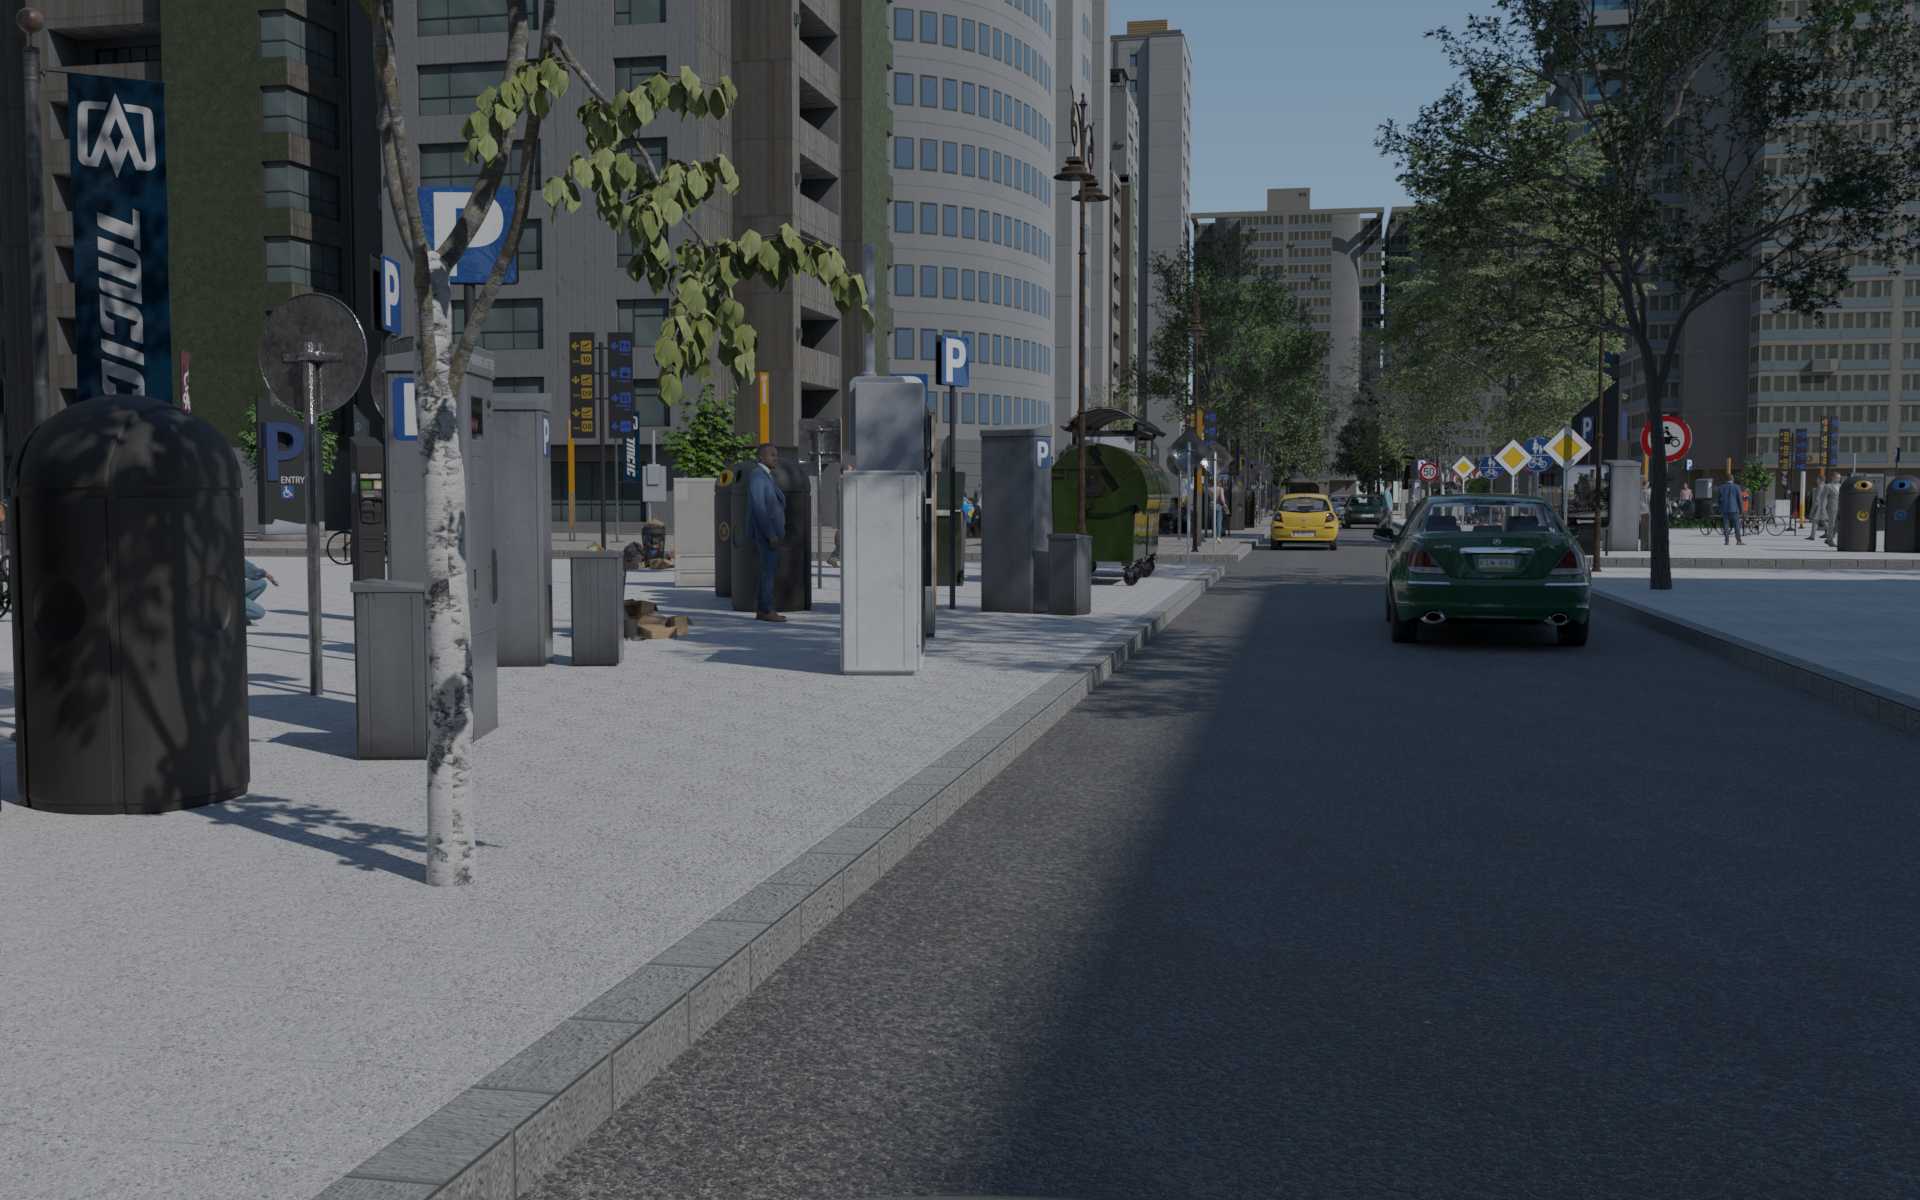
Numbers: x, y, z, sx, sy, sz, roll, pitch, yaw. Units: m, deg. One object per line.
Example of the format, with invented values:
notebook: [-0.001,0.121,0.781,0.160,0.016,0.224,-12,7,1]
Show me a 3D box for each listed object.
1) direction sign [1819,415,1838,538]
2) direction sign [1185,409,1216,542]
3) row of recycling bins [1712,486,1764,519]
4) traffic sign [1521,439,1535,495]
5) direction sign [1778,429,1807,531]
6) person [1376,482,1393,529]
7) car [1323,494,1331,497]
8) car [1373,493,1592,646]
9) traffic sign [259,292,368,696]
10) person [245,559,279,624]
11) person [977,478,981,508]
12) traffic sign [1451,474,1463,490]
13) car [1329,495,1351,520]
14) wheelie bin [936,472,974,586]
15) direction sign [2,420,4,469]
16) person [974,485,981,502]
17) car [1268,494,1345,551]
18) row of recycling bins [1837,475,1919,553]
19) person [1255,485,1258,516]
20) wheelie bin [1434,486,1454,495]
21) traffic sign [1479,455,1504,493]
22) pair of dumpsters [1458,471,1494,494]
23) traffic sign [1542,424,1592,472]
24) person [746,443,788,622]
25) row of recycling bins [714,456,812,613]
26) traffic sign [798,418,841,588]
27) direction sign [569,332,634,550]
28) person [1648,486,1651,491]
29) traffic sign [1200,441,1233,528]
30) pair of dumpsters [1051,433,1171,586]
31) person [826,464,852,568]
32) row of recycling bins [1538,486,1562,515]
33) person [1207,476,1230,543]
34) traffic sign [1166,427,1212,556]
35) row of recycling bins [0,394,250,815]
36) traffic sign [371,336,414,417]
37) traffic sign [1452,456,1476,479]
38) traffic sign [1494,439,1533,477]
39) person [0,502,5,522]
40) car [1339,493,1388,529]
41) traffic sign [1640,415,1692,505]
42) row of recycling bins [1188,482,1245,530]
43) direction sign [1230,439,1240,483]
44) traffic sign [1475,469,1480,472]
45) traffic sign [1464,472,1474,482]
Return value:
direction sign: [25.099,-3.553,50.094,0.876,3.537,0.379,-2,4,-34]
direction sign: [6.449,-3.334,46.502,0.876,3.537,0.379,-1,4,-12]
row of recycling bins: [40.025,-5.036,89.451,3.534,1.692,1.069,-1,4,-21]
traffic sign: [13.134,-2.421,39.692,0.768,2.556,0.104,1,4,16]
direction sign: [28.788,-4.156,59.950,0.876,3.537,0.379,1,4,14]
person: [13.892,-2.946,56.535,0.748,1.841,0.638,2,4,30]
car: [36.133,-9.892,171.518,2.009,1.686,4.222,1,4,13]
car: [5.371,-0.376,17.938,2.131,1.459,4.920,1,4,13]
traffic sign: [-4.109,-0.665,10.983,0.768,2.556,0.104,1,4,13]
person: [-7.029,-0.332,16.978,0.738,1.151,1.012,-1,4,-17]
person: [0.713,-2.856,53.083,0.624,1.780,0.694,2,4,29]
traffic sign: [30.018,-6.382,104.452,0.768,2.556,0.104,1,4,12]
car: [18.398,-4.356,83.228,2.014,1.417,4.499,1,4,12]
wheelie bin: [-0.270,-1.004,24.328,0.980,1.594,0.693,0,4,8]
direction sign: [-29.666,-3.724,52.889,0.876,3.537,0.379,-1,4,-18]
person: [0.907,-3.958,70.860,0.694,1.812,0.767,2,4,27]
car: [9.066,-2.154,45.443,2.015,1.641,3.980,1,4,12]
row of recycling bins: [20.992,-1.869,37.667,3.534,1.692,1.069,3,5,42]
person: [16.087,-5.353,94.134,0.524,1.755,0.480,0,4,-3]
wheelie bin: [18.805,-3.635,67.345,0.980,1.594,0.693,-3,5,-42]
traffic sign: [17.489,-3.482,57.029,0.768,2.556,0.104,1,4,19]
pair of dumpsters: [22.252,-4.376,74.049,1.574,2.255,4.437,1,4,12]
traffic sign: [10.130,-1.633,28.893,0.795,2.593,0.064,1,4,12]
person: [-1.966,-0.695,17.596,0.419,1.800,0.721,0,4,-6]
row of recycling bins: [-2.314,-0.814,20.414,1.069,1.692,3.534,-1,4,-12]
traffic sign: [-1.906,-1.307,23.497,0.606,2.300,0.079,1,4,13]
direction sign: [-5.018,-1.976,24.311,0.876,3.537,0.379,0,4,-2]
person: [38.818,-5.605,97.643,0.822,1.834,0.622,2,4,26]
traffic sign: [5.572,-2.190,37.995,0.795,2.593,0.064,1,4,12]
pair of dumpsters: [2.256,-1.448,26.162,1.574,2.255,4.437,1,4,12]
person: [-1.947,-1.467,30.137,0.767,1.812,0.694,0,4,-4]
row of recycling bins: [30.528,-5.076,90.103,1.069,1.692,3.534,2,4,33]
person: [6.723,-2.365,45.305,0.593,1.750,0.643,2,4,29]
traffic sign: [3.968,-1.711,30.172,0.795,2.593,0.064,1,4,12]
row of recycling bins: [-4.466,0.047,6.352,3.534,1.692,1.069,-3,5,-40]
traffic sign: [-4.416,-0.848,13.973,0.768,2.556,0.104,1,4,15]
traffic sign: [17.321,-3.659,59.550,0.795,2.593,0.064,1,4,13]
traffic sign: [11.734,-2.112,36.716,0.795,2.593,0.064,1,4,12]
person: [-12.653,-0.942,22.454,0.512,1.701,0.522,2,4,30]
car: [16.837,-3.815,72.163,2.009,1.686,4.222,1,4,10]
traffic sign: [11.332,-1.698,27.863,0.768,2.556,0.104,1,4,16]
row of recycling bins: [9.407,-3.409,62.855,1.069,1.692,3.534,-1,4,-13]
direction sign: [11.413,-4.889,71.925,0.379,3.537,0.876,-1,4,-16]
traffic sign: [26.091,-5.297,86.709,0.768,2.556,0.104,1,4,13]
traffic sign: [25.335,-5.265,86.089,0.884,2.594,0.081,1,4,19]
